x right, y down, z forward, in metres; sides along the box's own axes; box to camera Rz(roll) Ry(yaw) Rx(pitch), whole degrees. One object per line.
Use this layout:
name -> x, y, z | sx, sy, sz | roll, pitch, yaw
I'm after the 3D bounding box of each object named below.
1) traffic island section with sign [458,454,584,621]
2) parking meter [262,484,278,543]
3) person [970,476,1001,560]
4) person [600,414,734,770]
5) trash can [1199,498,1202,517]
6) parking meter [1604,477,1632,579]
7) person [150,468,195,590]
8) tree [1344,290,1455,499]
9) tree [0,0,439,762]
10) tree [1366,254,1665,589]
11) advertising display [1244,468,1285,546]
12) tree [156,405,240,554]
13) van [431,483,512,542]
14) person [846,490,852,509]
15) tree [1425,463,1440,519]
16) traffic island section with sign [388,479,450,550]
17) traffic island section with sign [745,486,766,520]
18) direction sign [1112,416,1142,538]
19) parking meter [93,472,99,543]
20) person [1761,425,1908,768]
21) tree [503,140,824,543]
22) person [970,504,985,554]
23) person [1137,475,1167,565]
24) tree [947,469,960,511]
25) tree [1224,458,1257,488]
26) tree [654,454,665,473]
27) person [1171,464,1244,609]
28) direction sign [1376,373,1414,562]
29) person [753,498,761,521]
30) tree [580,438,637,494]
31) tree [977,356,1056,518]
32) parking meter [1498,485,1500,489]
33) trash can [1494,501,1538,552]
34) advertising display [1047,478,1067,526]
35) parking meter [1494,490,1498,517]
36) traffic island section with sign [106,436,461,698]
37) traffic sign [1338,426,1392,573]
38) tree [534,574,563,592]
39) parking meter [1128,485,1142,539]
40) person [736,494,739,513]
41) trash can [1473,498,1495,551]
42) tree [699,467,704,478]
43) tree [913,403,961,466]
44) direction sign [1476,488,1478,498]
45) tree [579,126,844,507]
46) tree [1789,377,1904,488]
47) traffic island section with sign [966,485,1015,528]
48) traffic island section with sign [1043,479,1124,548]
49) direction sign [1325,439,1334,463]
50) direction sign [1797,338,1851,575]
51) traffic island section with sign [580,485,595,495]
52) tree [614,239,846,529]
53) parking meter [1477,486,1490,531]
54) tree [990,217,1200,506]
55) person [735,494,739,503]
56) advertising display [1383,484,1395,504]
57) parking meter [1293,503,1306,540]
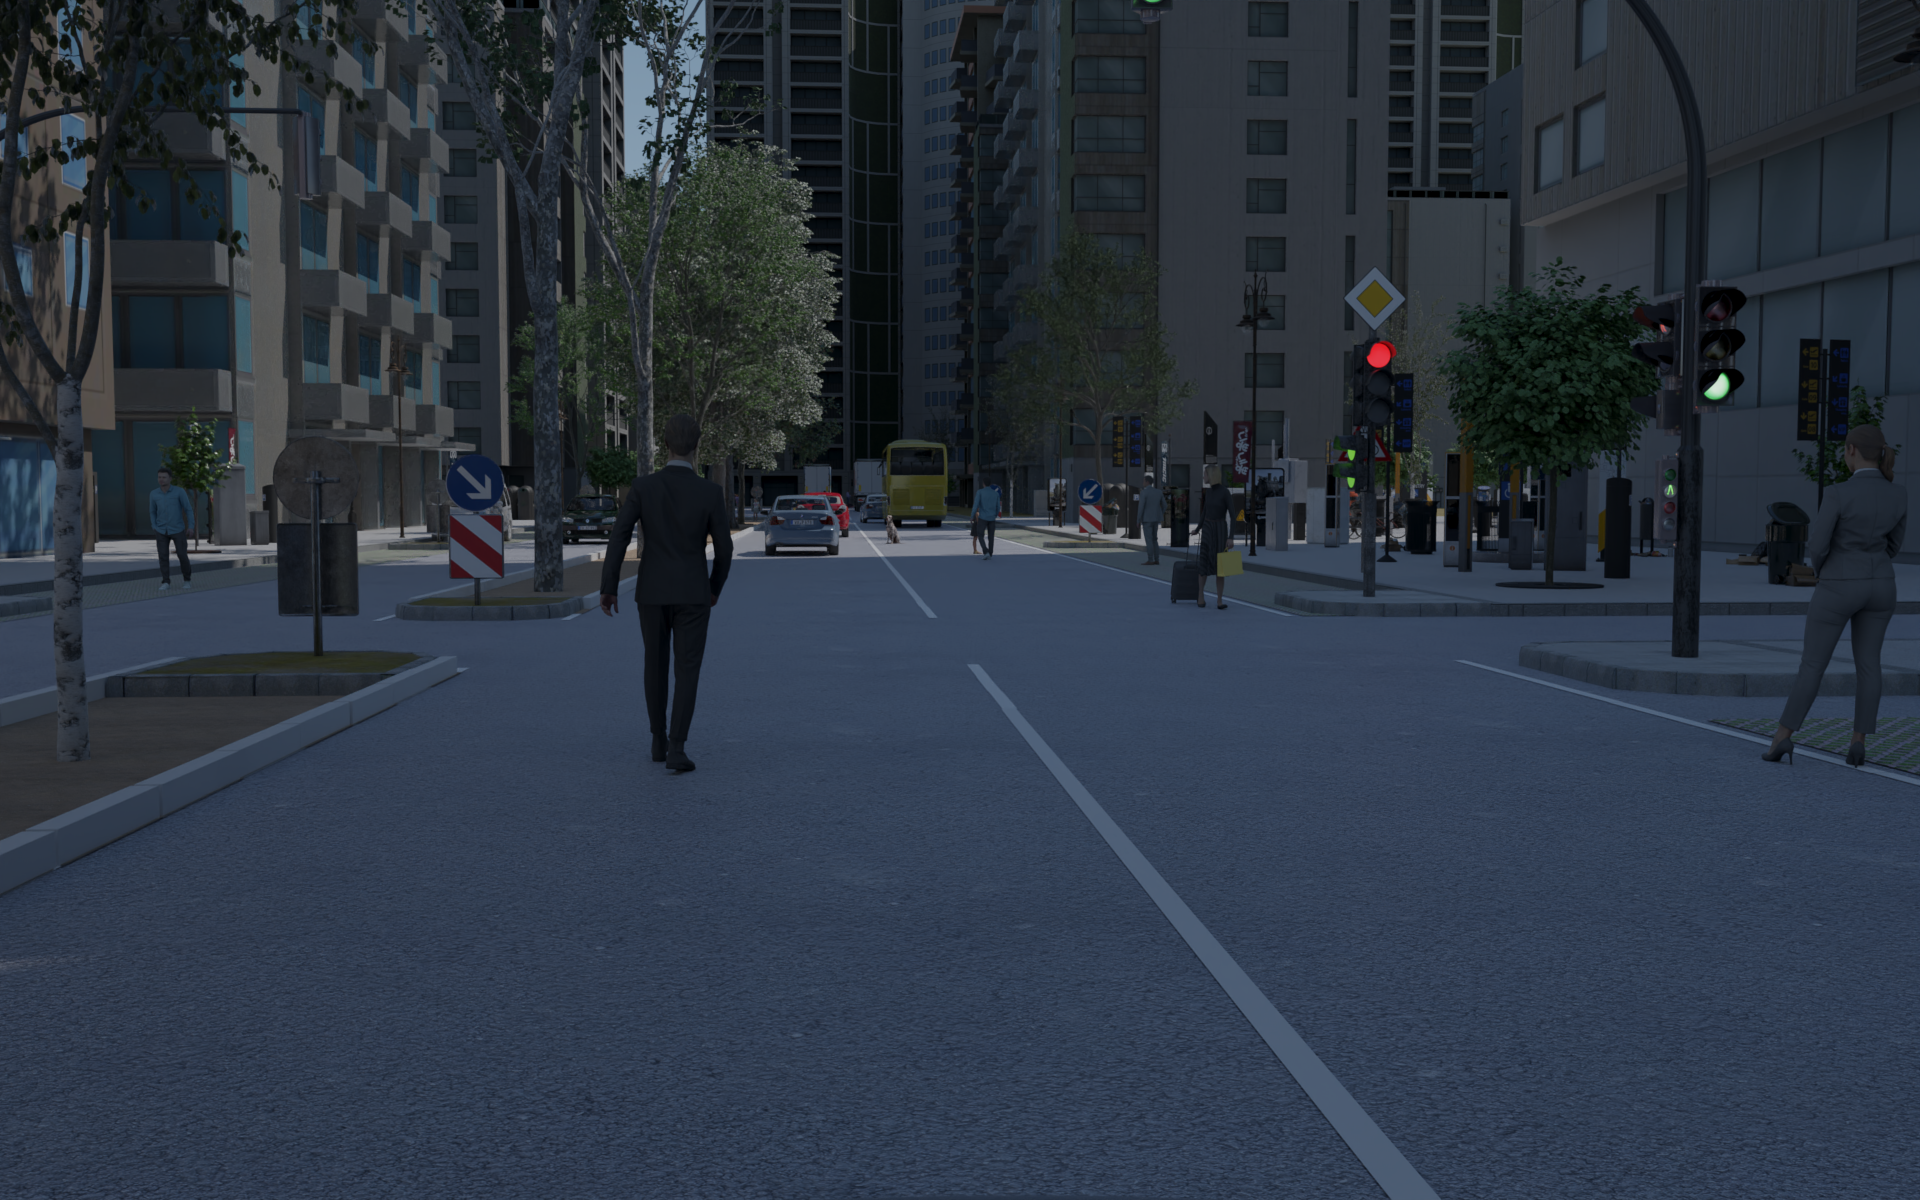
traffic island section with sign -> -5.597, -0.756, 20.503 | 2.006, 1.907, 1.989 | 0, 4, -4
parking meter -> -18.076, -2.262, 45.399 | 0.372, 1.533, 0.369 | 0, 3, 0
person -> 0.584, -1.787, 37.743 | 0.660, 1.820, 0.620 | -2, 4, -26
person -> -1.512, -0.051, 9.115 | 0.659, 1.850, 0.755 | 0, 4, -2
trash can -> 9.238, -3.232, 64.494 | 0.748, 1.137, 0.748 | 0, 3, 0
parking meter -> 10.016, -1.098, 26.357 | 0.372, 1.533, 0.369 | 0, 3, 0
person -> -11.773, -1.065, 25.924 | 0.660, 1.820, 0.620 | -1, 4, -8
tree -> 15.981, -6.816, 61.810 | 4.360, 8.622, 3.978 | 0, 3, 0
tree -> -4.782, -3.452, 9.253 | 4.360, 8.622, 3.978 | 0, 3, 0
tree -> 8.108, -2.455, 23.858 | 4.285, 4.588, 4.351 | 0, 3, 0
advertising display -> 7.439, -2.273, 42.376 | 0.974, 1.923, 0.123 | 0, 4, 2
tree -> -16.497, -2.631, 37.620 | 1.663, 3.219, 1.824 | 0, 3, 0
van -> -14.271, -2.670, 50.674 | 2.013, 2.044, 4.112 | 0, 4, -3
person -> -10.910, -9.932, 170.754 | 0.599, 1.838, 0.709 | -1, 4, -14
tree -> 23.592, -5.715, 88.039 | 1.663, 3.219, 1.824 | 0, 3, 0
traffic island section with sign -> -13.652, -2.232, 45.119 | 1.989, 1.847, 2.006 | 0, 4, -4
traffic island section with sign -> -11.229, -5.339, 95.431 | 2.006, 1.907, 1.989 | 0, 4, -4
direction sign -> 4.852, -3.572, 50.394 | 0.876, 3.537, 0.379 | 2, 4, 25
parking meter -> -22.681, -2.416, 45.219 | 0.255, 1.863, 0.399 | -1, 4, -15
person -> 4.621, -0.022, 9.140 | 0.520, 1.790, 0.573 | -1, 4, -23
tree -> -7.705, -7.464, 50.243 | 9.928, 11.665, 9.643 | 0, 3, 0
person -> 0.425, -1.725, 41.373 | 0.373, 1.253, 0.362 | 0, 4, -6
person -> 3.835, -1.601, 34.783 | 0.635, 1.810, 0.391 | -3, 5, -41
tree -> -0.786, -8.371, 131.468 | 1.663, 3.219, 1.824 | 0, 3, 0
tree -> 12.054, -4.885, 74.469 | 1.663, 3.219, 1.824 | 0, 3, 0
tree -> -21.564, -8.166, 117.222 | 4.285, 4.588, 4.351 | 0, 3, 0
person -> 3.142, -0.813, 22.016 | 0.699, 1.804, 1.509 | 0, 4, -2
direction sign -> 8.065, -2.484, 32.618 | 0.876, 3.537, 0.379 | 1, 4, 19
person -> -10.590, -4.705, 90.448 | 0.505, 1.210, 0.382 | 1, 4, 16
tree -> -20.385, -7.161, 100.788 | 4.285, 4.588, 4.351 | 0, 3, 0
tree -> 2.968, -8.682, 92.310 | 4.360, 8.622, 3.978 | 0, 3, 0
parking meter -> 30.051, -5.525, 96.044 | 0.399, 1.863, 0.255 | -2, 4, -23
trash can -> 11.518, -1.471, 35.700 | 0.748, 1.137, 0.748 | 0, 3, 0
advertising display -> 3.901, -3.943, 69.675 | 0.974, 1.923, 0.123 | -3, 5, -41
parking meter -> 30.647, -5.532, 98.856 | 0.372, 1.533, 0.369 | 0, 3, 0
traffic island section with sign -> -5.053, -0.305, 13.116 | 2.006, 1.907, 1.989 | 0, 4, -4
traffic sign -> 6.574, -1.724, 28.199 | 0.884, 2.594, 0.081 | 0, 4, -2
tree -> -7.290, -10.222, 25.480 | 12.611, 20.169, 13.585 | 0, 3, 0
parking meter -> 4.979, -2.502, 49.322 | 0.372, 1.533, 0.369 | 0, 3, 0
person -> -16.759, -7.236, 130.032 | 0.599, 1.433, 0.991 | 0, 4, -4
trash can -> 11.439, -1.567, 37.273 | 0.748, 1.137, 0.748 | 0, 3, 0
tree -> -25.557, -10.969, 163.059 | 4.285, 4.588, 4.351 | 0, 3, 0
tree -> -1.779, -11.601, 140.031 | 4.360, 8.622, 3.978 | 0, 3, 0
direction sign -> 24.556, -5.518, 82.220 | 0.876, 3.537, 0.379 | 2, 4, 33
tree -> -8.594, -9.288, 60.977 | 9.857, 13.997, 8.962 | 0, 3, 0
tree -> 14.596, -2.045, 28.032 | 1.663, 3.219, 1.824 | 0, 3, 0
traffic island section with sign -> 1.261, -3.957, 73.321 | 1.989, 1.847, 2.006 | 0, 4, -4
traffic island section with sign -> 3.272, -2.313, 46.441 | 1.989, 1.847, 2.006 | 0, 4, -4
direction sign -> 15.269, -4.871, 71.637 | 0.379, 3.537, 0.876 | 2, 4, 31
direction sign -> 12.644, -2.044, 25.409 | 0.876, 3.537, 0.379 | -1, 4, -16
traffic island section with sign -> -15.768, -3.959, 73.353 | 1.989, 1.847, 2.006 | 0, 4, -4
tree -> -9.509, -9.271, 71.045 | 9.611, 12.733, 9.660 | 0, 3, 0
parking meter -> 15.859, -2.694, 52.455 | 0.372, 1.533, 0.369 | 0, 3, 0
tree -> 4.521, -7.621, 59.009 | 7.601, 10.594, 8.767 | 0, 4, -4
person -> -15.098, -6.492, 117.882 | 0.697, 1.427, 0.421 | 0, 4, 7
advertising display -> 24.229, -5.656, 97.688 | 0.974, 1.923, 0.123 | 1, 4, 10
parking meter -> 9.406, -2.584, 47.958 | 0.255, 1.863, 0.399 | 0, 4, -6
